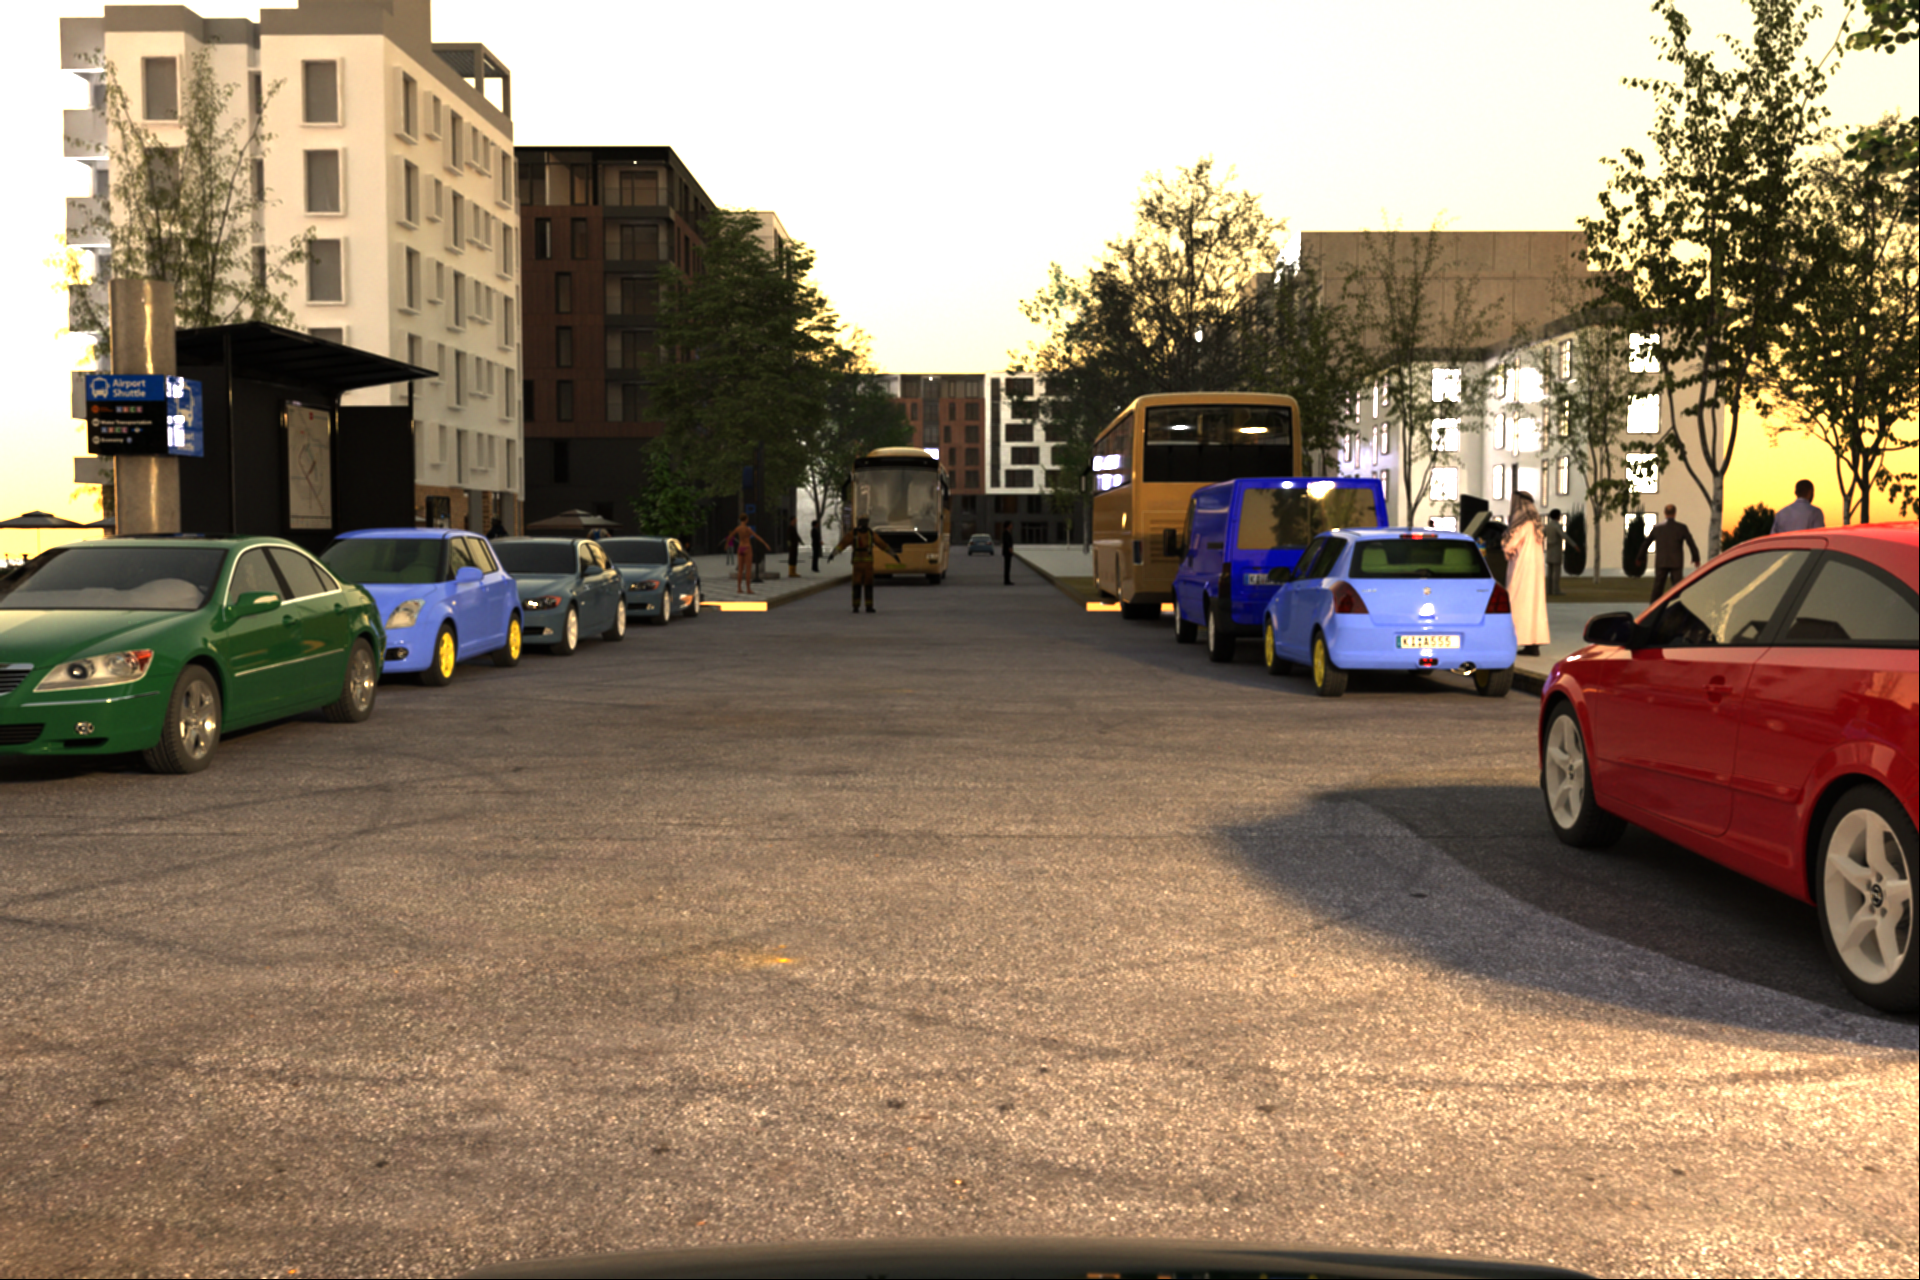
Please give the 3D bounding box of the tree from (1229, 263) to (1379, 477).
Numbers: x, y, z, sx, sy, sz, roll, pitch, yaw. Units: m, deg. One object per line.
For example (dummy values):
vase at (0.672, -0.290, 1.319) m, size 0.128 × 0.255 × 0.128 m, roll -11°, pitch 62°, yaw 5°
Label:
tree at (9.327, -5.861, 46.186) m, size 4.737 × 8.622 × 4.395 m, roll 0°, pitch 3°, yaw 0°

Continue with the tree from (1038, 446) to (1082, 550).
tree at (8.467, -11.525, 138.790) m, size 4.737 × 8.622 × 4.395 m, roll 0°, pitch 3°, yaw 0°

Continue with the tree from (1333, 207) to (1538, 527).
tree at (10.167, -5.461, 39.656) m, size 4.360 × 8.622 × 3.978 m, roll 0°, pitch 3°, yaw 0°

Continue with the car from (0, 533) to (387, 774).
car at (-5.459, -0.003, 11.843) m, size 2.131 × 1.459 × 4.920 m, roll 0°, pitch 4°, yaw 0°

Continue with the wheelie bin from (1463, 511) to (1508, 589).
wheelie bin at (7.309, -0.998, 24.228) m, size 0.693 × 1.594 × 0.980 m, roll 0°, pitch 4°, yaw 1°

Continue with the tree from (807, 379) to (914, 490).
tree at (-6.759, -11.751, 117.890) m, size 9.928 × 11.665 × 9.643 m, roll 0°, pitch 3°, yaw 0°

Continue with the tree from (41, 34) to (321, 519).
tree at (-11.709, -4.605, 25.650) m, size 4.360 × 8.622 × 3.978 m, roll 0°, pitch 3°, yaw 0°

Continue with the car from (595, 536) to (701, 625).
car at (-5.429, -1.021, 28.701) m, size 2.014 × 1.417 × 4.499 m, roll 0°, pitch 4°, yaw 1°

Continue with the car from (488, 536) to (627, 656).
car at (-5.408, -0.608, 21.941) m, size 2.014 × 1.417 × 4.499 m, roll 0°, pitch 4°, yaw 1°

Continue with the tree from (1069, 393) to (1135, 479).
tree at (7.505, -8.193, 84.320) m, size 4.360 × 8.622 × 3.978 m, roll 0°, pitch 3°, yaw 0°

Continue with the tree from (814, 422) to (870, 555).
tree at (-7.377, -9.658, 108.273) m, size 4.737 × 8.622 × 4.395 m, roll 0°, pitch 3°, yaw 0°

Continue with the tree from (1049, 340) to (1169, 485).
tree at (8.395, -10.102, 90.918) m, size 9.928 × 11.665 × 9.643 m, roll 0°, pitch 3°, yaw 0°

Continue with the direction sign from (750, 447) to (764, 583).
direction sign at (-5.338, -3.270, 45.469) m, size 0.379 × 3.537 × 0.876 m, roll 0°, pitch 4°, yaw 0°

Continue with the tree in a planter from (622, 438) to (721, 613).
tree in a planter at (-5.527, -2.143, 32.268) m, size 1.991 × 3.239 × 1.994 m, roll 0°, pitch 4°, yaw 1°

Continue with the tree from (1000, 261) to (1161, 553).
tree at (8.551, -16.125, 119.534) m, size 12.611 × 20.169 × 13.585 m, roll 0°, pitch 3°, yaw 0°

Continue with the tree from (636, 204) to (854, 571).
tree at (-7.605, -8.720, 60.696) m, size 7.486 × 12.596 × 7.792 m, roll 0°, pitch 3°, yaw 0°

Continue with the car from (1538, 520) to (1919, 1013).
car at (3.643, 0.146, 6.654) m, size 2.155 × 1.783 × 4.494 m, roll 0°, pitch 4°, yaw 1°

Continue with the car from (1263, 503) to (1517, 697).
car at (3.980, -0.425, 16.539) m, size 1.945 × 1.707 × 3.694 m, roll 0°, pitch 4°, yaw 0°

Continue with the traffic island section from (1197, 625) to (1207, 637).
traffic island section at (4.149, -0.125, 24.903) m, size 1.991 × 0.108 × 1.994 m, roll 0°, pitch 4°, yaw 1°

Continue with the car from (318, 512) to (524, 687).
car at (-5.634, -0.477, 17.391) m, size 1.945 × 1.707 × 3.694 m, roll 0°, pitch 4°, yaw 1°

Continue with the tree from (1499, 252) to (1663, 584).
tree at (16.734, -5.767, 44.654) m, size 4.360 × 8.622 × 3.978 m, roll 0°, pitch 3°, yaw 0°

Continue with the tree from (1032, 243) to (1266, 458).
tree at (8.207, -9.928, 72.699) m, size 12.009 × 13.543 × 11.850 m, roll 0°, pitch 3°, yaw 0°

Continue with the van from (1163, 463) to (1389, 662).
van at (3.757, -1.017, 21.016) m, size 2.240 × 2.365 × 5.245 m, roll 0°, pitch 4°, yaw 0°

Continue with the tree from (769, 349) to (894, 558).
tree at (-7.575, -10.298, 94.119) m, size 9.928 × 11.665 × 9.643 m, roll 0°, pitch 3°, yaw 0°

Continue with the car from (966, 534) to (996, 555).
car at (1.423, -6.450, 117.464) m, size 2.014 × 1.417 × 4.499 m, roll 0°, pitch 4°, yaw 1°

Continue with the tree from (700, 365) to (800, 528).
tree at (-8.062, -7.299, 69.699) m, size 4.360 × 8.622 × 3.978 m, roll 0°, pitch 3°, yaw 0°

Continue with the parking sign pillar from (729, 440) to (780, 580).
parking sign pillar at (-5.845, -3.713, 49.182) m, size 1.447 × 3.967 × 1.447 m, roll 0°, pitch 4°, yaw 2°

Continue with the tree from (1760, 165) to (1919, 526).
tree at (17.946, -5.158, 34.693) m, size 4.737 × 8.622 × 4.395 m, roll 0°, pitch 3°, yaw 0°

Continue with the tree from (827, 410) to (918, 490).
tree at (-6.509, -12.735, 133.972) m, size 9.928 × 11.665 × 9.643 m, roll 0°, pitch 3°, yaw 0°

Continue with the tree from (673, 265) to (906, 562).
tree at (-7.679, -10.296, 78.710) m, size 12.009 × 13.543 × 11.850 m, roll 0°, pitch 3°, yaw 0°

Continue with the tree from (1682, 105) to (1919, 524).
tree at (26.612, -8.584, 50.724) m, size 12.009 × 13.543 × 11.850 m, roll 0°, pitch 3°, yaw 0°

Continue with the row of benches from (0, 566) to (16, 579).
row of benches at (-17.883, -1.065, 32.874) m, size 1.422 × 0.672 × 4.104 m, roll 0°, pitch 4°, yaw 1°

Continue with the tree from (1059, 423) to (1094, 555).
tree at (7.740, -9.460, 105.028) m, size 4.737 × 8.622 × 4.395 m, roll 0°, pitch 3°, yaw 0°

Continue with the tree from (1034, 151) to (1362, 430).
tree at (7.517, -8.946, 56.636) m, size 12.009 × 13.543 × 11.850 m, roll 0°, pitch 3°, yaw 0°
